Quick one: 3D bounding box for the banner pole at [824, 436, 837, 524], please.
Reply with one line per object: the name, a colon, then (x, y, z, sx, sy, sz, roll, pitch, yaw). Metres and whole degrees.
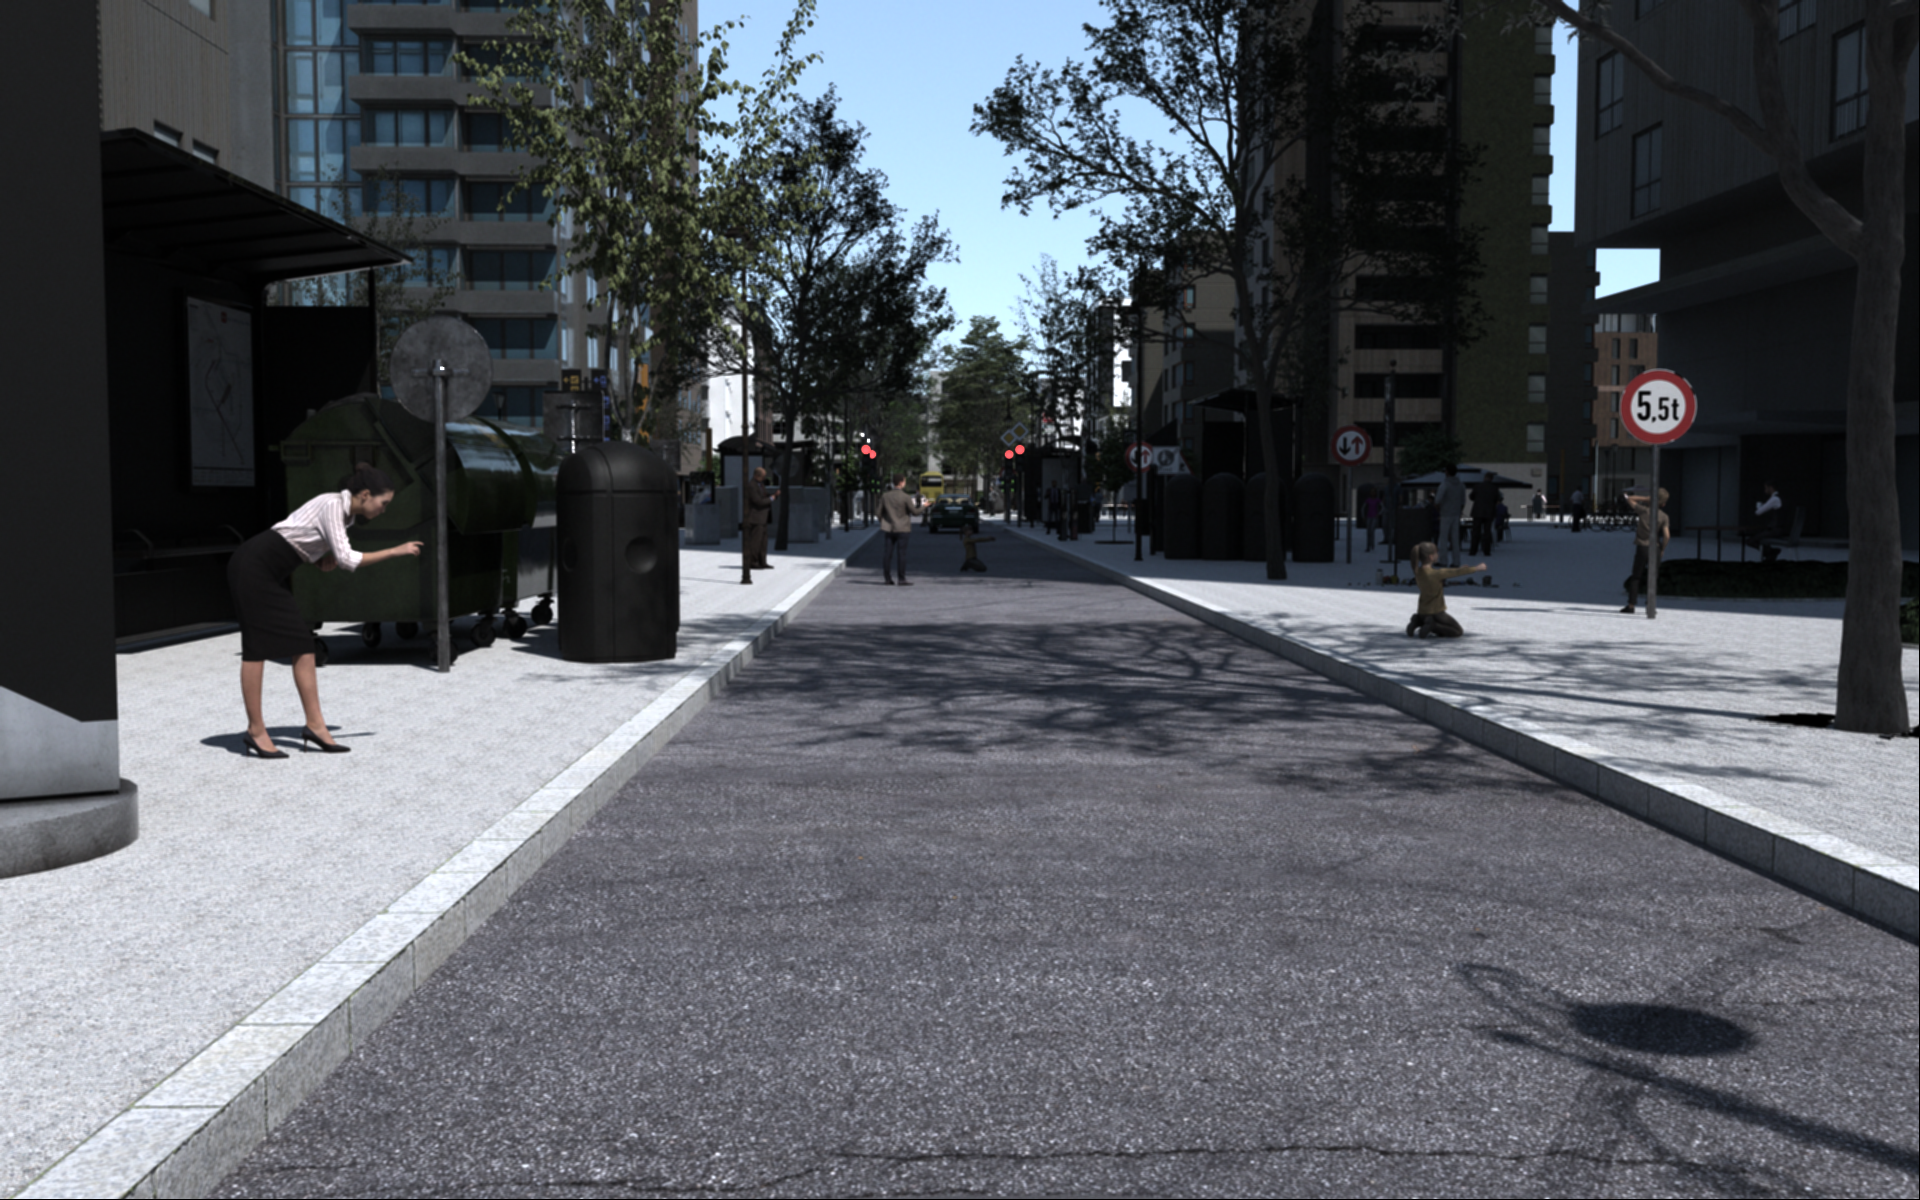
banner pole: (-5.658, -5.206, 75.141, 0.401, 3.779, 0.863, 2, 4, 31)

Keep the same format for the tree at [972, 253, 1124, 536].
tree: (3.152, -6.240, 52.385, 4.360, 8.622, 3.978, 0, 3, 0)

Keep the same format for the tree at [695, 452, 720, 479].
tree: (-17.513, -8.668, 125.431, 4.285, 4.588, 4.351, 0, 3, 0)

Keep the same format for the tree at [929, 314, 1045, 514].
tree: (1.689, -11.748, 110.209, 7.486, 12.596, 7.792, 0, 3, 0)

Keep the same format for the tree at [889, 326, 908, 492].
tree: (-3.965, -6.025, 48.878, 4.737, 8.622, 4.395, 0, 3, 0)

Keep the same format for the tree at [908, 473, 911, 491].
tree: (-7.622, -16.286, 216.643, 4.737, 8.622, 4.395, 0, 3, 0)

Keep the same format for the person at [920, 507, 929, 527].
person: (-1.599, -3.648, 76.066, 0.347, 0.859, 0.695, 2, 4, 34)

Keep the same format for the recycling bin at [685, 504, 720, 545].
recycling bin: (-6.558, -1.928, 44.084, 0.722, 1.027, 0.722, -2, 4, -28)

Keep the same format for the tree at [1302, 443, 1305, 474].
tree: (15.576, -6.289, 86.535, 4.285, 4.588, 4.351, 0, 3, 0)

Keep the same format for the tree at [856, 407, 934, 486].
tree: (-7.819, -18.210, 204.389, 9.857, 13.997, 8.962, 0, 3, 0)

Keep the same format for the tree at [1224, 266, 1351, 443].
tree: (10.609, -6.440, 55.660, 4.360, 8.622, 3.978, 0, 3, 0)

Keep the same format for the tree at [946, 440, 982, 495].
tree: (0.803, -13.738, 174.970, 4.737, 8.622, 4.395, 0, 3, 0)

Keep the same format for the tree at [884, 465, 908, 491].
tree: (-7.282, -12.510, 188.255, 4.285, 4.588, 4.351, 0, 3, 0)

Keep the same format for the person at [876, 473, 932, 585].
person: (-0.882, -1.121, 27.355, 0.617, 1.759, 0.750, 3, 5, 40)

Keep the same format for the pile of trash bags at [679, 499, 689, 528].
pile of trash bags: (-10.512, -3.408, 65.480, 3.447, 1.369, 1.912, -2, 4, -30)

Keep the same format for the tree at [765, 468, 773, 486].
tree: (-12.676, -6.987, 108.835, 1.663, 3.219, 1.824, 0, 3, 0)

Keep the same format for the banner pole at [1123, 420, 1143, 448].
banner pole: (5.934, -4.212, 58.884, 0.863, 3.779, 0.401, 1, 4, 21)

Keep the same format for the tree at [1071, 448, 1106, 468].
tree: (7.833, -7.760, 110.594, 4.285, 4.588, 4.351, 0, 3, 0)

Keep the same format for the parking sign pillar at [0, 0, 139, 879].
parking sign pillar: (-3.746, -1.078, 6.103, 1.447, 3.967, 1.447, -2, 4, -30)

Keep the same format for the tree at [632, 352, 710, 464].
tree: (-15.223, -8.576, 90.586, 4.360, 8.622, 3.978, 0, 3, 0)

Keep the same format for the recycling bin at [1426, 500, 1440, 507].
recycling bin: (20.614, -3.813, 74.901, 0.722, 1.027, 0.722, 0, 4, -6)

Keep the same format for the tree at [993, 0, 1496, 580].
tree: (4.603, -5.606, 26.071, 8.767, 10.594, 7.601, -2, 4, -33)

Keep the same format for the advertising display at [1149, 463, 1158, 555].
advertising display: (4.105, -1.930, 36.768, 0.123, 1.923, 0.974, 1, 4, 9)

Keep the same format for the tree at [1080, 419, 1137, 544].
tree: (3.882, -3.082, 44.994, 1.663, 3.219, 1.824, 0, 3, 0)

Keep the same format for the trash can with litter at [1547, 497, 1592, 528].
trash can with litter: (22.917, -3.312, 65.214, 2.233, 1.210, 1.678, -1, 4, -22)

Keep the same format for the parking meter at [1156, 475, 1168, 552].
parking meter: (4.433, -2.015, 38.659, 0.255, 1.863, 0.399, -2, 4, -26)

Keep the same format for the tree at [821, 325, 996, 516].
tree: (-4.826, -10.650, 99.888, 9.928, 11.665, 9.643, 0, 3, 0)

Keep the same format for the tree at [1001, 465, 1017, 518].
tree: (3.158, -5.928, 91.527, 1.663, 3.219, 1.824, 0, 3, 0)

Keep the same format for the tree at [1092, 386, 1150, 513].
tree: (10.857, -10.284, 118.510, 4.737, 8.622, 4.395, 0, 3, 0)

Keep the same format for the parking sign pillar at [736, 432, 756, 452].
parking sign pillar: (-9.471, -5.275, 74.722, 1.447, 3.967, 1.447, -2, 4, -29)

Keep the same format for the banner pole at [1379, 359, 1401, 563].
banner pole: (8.057, -2.601, 32.544, 0.401, 3.779, 0.863, 0, 4, 1)

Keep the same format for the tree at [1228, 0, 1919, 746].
tree: (4.808, -6.035, 9.043, 12.009, 13.543, 11.850, 0, 3, 0)

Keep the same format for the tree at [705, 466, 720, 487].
tree: (-16.859, -7.531, 117.729, 1.663, 3.219, 1.824, 0, 3, 0)

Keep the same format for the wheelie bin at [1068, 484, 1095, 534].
wheelie bin: (3.982, -2.971, 56.487, 0.980, 1.594, 0.693, 1, 4, 21)

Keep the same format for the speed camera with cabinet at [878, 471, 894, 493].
speed camera with cabinet: (-6.544, -9.408, 148.149, 2.038, 3.252, 0.660, 2, 4, 25)

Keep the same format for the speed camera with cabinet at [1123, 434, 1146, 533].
speed camera with cabinet: (6.432, -3.830, 56.953, 2.038, 3.252, 0.660, 1, 4, 17)

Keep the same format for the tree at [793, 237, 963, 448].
tree: (-4.940, -16.479, 125.316, 12.611, 20.169, 13.585, 0, 3, 0)

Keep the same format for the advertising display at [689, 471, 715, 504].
advertising display: (-7.309, -2.686, 49.136, 0.974, 1.923, 0.123, 3, 5, 42)

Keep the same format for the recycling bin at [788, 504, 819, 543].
recycling bin: (-4.143, -2.025, 45.666, 0.722, 1.027, 0.722, 0, 4, 8)

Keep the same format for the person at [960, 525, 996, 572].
person: (0.322, -0.953, 32.010, 0.695, 0.859, 0.347, 1, 4, 23)

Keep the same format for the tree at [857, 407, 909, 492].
tree: (-6.478, -11.849, 144.088, 4.360, 8.622, 3.978, 0, 3, 0)

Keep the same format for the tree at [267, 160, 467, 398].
tree: (-12.934, -5.332, 37.533, 4.360, 8.622, 3.978, 0, 3, 0)

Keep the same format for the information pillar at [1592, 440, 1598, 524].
information pillar: (27.577, -5.127, 75.188, 0.183, 3.616, 0.504, 2, 4, 25)

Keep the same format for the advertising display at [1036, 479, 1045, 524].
advertising display: (3.768, -4.259, 74.851, 0.974, 1.923, 0.123, 2, 4, 27)

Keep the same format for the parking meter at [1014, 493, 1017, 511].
parking meter: (4.344, -7.833, 133.775, 0.255, 1.863, 0.399, 3, 4, 37)

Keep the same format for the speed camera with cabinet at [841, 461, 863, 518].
speed camera with cabinet: (-5.846, -6.082, 93.782, 0.660, 3.252, 2.038, -2, 4, -26)

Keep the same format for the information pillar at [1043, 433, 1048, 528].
information pillar: (3.319, -4.600, 66.568, 0.183, 3.616, 0.504, 1, 4, 9)

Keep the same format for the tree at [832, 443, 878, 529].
tree: (-4.080, -4.222, 63.633, 1.663, 3.219, 1.824, 0, 3, 0)

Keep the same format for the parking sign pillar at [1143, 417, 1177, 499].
parking sign pillar: (6.961, -4.436, 61.005, 1.447, 3.967, 1.447, -1, 4, -9)

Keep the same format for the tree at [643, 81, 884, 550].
tree: (-3.777, -6.407, 39.167, 7.601, 10.594, 8.767, 1, 4, 19)

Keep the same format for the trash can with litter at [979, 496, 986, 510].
trash can with litter: (2.043, -7.713, 137.494, 1.055, 1.170, 0.624, 1, 4, 21)

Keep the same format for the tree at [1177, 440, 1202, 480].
tree: (12.896, -7.229, 101.903, 4.285, 4.588, 4.351, 0, 3, 0)

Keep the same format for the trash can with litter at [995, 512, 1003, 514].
trash can with litter: (2.580, -6.246, 113.174, 1.678, 1.210, 2.233, 0, 4, 7)

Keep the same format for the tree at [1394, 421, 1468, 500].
tree: (21.364, -5.801, 78.557, 4.285, 4.588, 4.351, 0, 3, 0)

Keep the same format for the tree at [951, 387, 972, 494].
tree: (2.109, -9.348, 103.202, 4.360, 8.622, 3.978, 0, 3, 0)

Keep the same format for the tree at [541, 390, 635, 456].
tree: (-11.785, -4.361, 55.017, 4.285, 4.588, 4.351, 0, 3, 0)

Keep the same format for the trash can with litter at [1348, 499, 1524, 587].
trash can with litter: (6.723, -0.810, 24.304, 2.233, 1.210, 1.678, 2, 4, 30)

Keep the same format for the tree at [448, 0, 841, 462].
tree: (-3.646, -4.261, 20.033, 4.737, 8.622, 4.395, 0, 3, 0)
